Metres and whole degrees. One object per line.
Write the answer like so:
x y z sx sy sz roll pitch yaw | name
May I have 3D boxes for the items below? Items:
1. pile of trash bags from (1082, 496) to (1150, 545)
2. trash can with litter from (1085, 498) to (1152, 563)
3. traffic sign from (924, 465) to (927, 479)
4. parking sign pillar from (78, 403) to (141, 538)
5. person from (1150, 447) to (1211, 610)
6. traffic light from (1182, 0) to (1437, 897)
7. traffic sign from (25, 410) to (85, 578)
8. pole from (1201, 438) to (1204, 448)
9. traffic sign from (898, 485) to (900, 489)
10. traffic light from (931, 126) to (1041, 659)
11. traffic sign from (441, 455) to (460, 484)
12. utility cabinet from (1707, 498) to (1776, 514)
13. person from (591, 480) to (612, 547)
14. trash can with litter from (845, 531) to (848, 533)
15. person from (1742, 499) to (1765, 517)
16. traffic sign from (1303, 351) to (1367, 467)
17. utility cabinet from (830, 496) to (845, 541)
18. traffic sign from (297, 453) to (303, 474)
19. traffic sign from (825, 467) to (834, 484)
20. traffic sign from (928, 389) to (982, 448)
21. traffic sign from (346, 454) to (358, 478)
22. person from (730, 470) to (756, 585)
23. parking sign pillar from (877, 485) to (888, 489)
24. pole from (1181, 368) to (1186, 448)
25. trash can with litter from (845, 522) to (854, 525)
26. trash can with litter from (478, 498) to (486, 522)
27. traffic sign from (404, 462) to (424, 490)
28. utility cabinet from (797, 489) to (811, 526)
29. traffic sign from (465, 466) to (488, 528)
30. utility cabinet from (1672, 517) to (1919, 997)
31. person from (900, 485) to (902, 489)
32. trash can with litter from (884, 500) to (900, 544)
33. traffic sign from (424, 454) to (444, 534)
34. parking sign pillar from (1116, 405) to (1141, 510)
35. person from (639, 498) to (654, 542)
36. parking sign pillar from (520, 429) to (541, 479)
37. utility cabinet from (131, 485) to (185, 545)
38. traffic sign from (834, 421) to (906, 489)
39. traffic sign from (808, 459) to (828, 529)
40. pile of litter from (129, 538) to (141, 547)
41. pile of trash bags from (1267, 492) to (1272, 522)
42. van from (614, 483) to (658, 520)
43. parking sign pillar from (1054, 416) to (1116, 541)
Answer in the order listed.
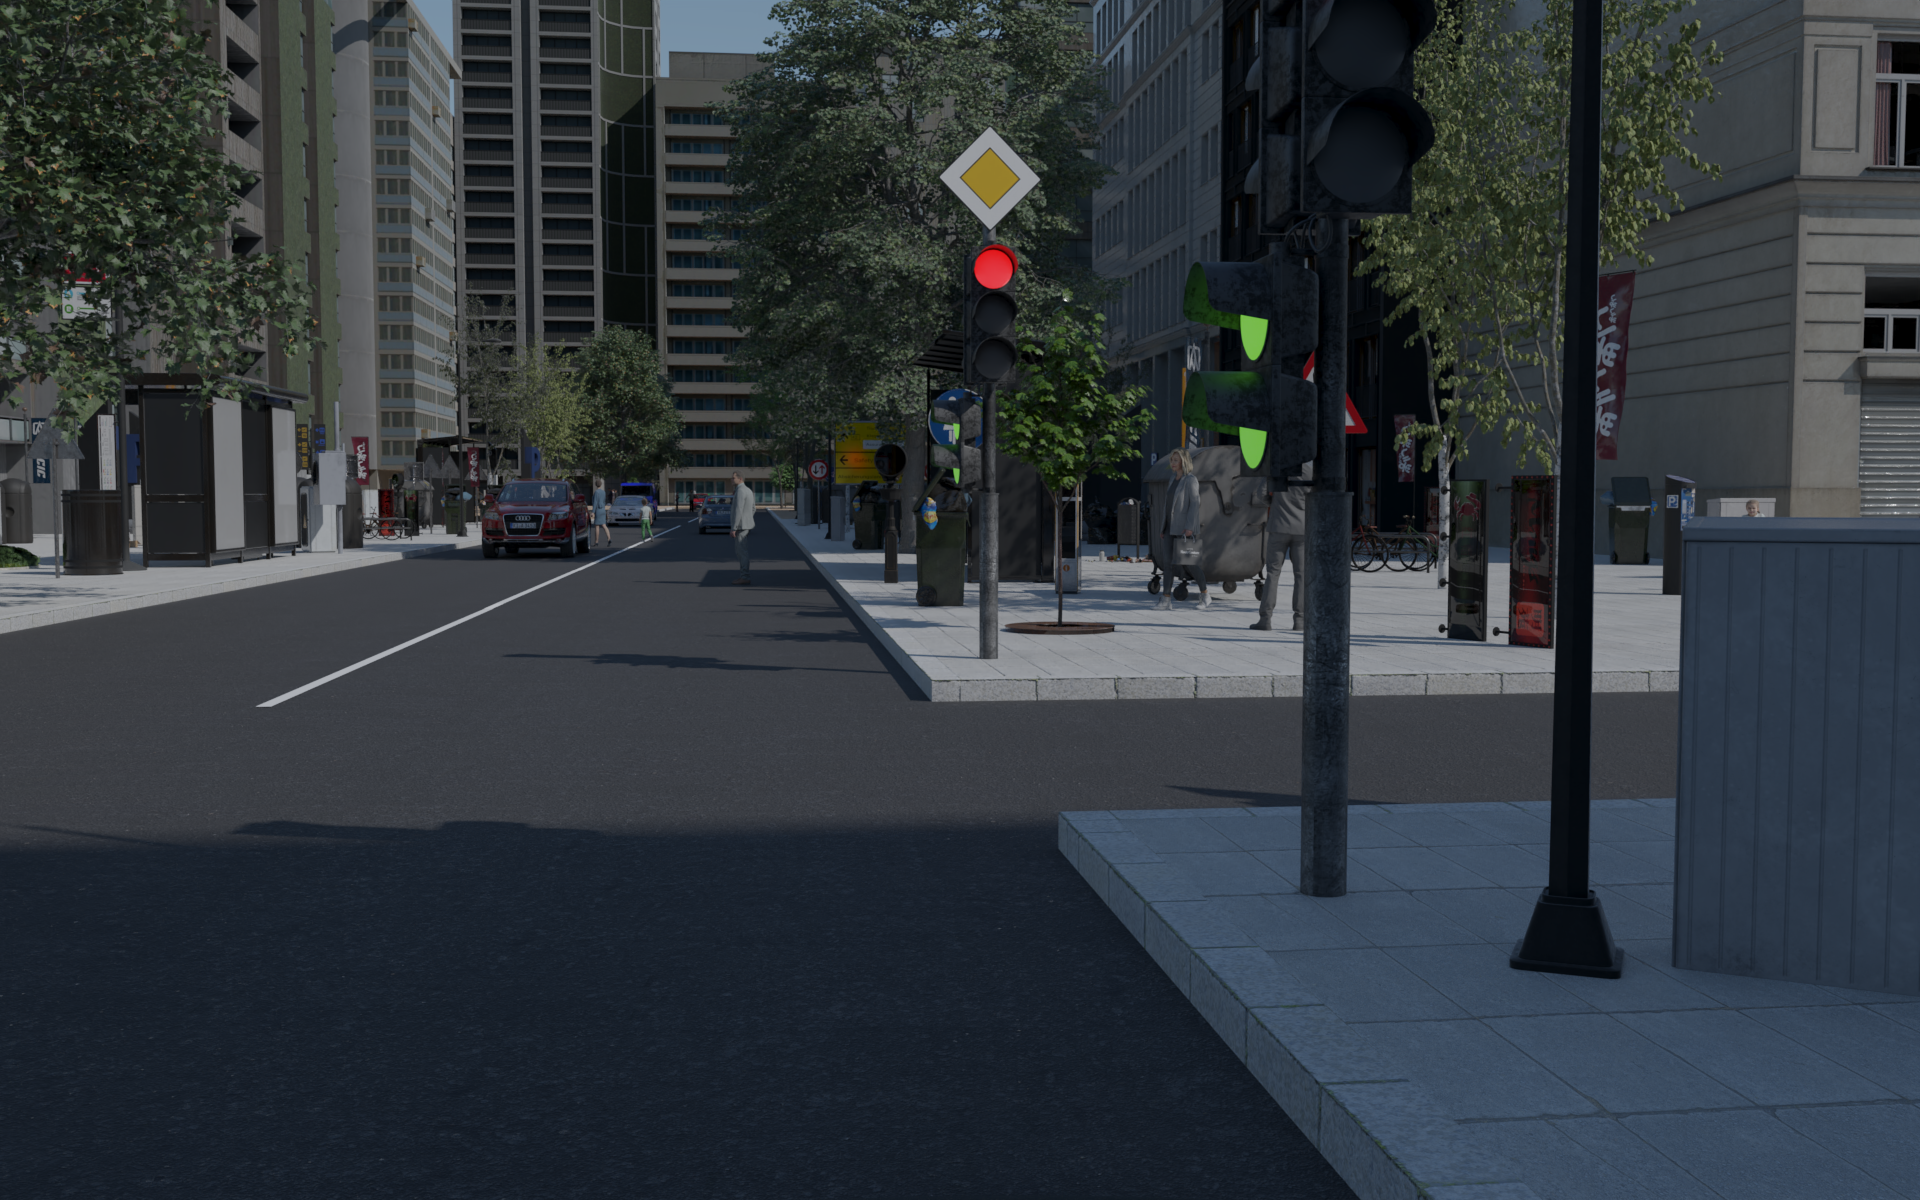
3.789 -2.147 44.850 3.447 1.369 1.912 3 5 43 | pile of trash bags
3.369 -1.310 32.472 1.678 1.210 2.233 -3 5 -41 | trash can with litter
-1.069 -4.216 69.034 0.768 2.556 0.104 0 4 -1 | traffic sign
-24.606 -3.737 49.569 1.447 3.967 1.447 2 4 25 | parking sign pillar
2.501 -0.791 19.157 0.728 1.800 0.709 -2 4 -25 | person
1.151 -1.012 5.461 0.839 4.253 0.868 0 4 -7 | traffic light
-13.720 -1.606 26.262 0.884 2.594 0.081 0 4 -1 | traffic sign
8.842 -4.240 63.165 0.158 3.312 0.155 0 3 0 | pole
-1.847 -3.198 52.385 0.768 2.556 0.104 0 4 2 | traffic sign
0.205 -1.497 13.390 0.839 4.253 0.868 0 4 -7 | traffic light
-17.055 -3.542 57.913 0.884 2.594 0.081 0 4 2 | traffic sign
11.828 -0.924 26.270 1.020 1.237 0.306 -1 4 -17 | utility cabinet
-9.796 -2.364 47.179 0.654 1.822 0.581 3 4 38 | person
-2.750 -2.801 56.857 2.233 1.210 1.678 2 4 29 | trash can with litter
10.474 -0.721 22.840 0.505 1.210 0.382 1 4 21 | person
3.127 -0.931 15.228 0.884 2.594 0.081 0 4 -3 | traffic sign
-3.341 -2.223 47.512 0.306 1.237 1.020 0 4 2 | utility cabinet
-19.168 -3.021 49.496 0.768 2.556 0.104 0 4 0 | traffic sign
-5.942 -4.927 80.663 0.768 2.556 0.104 0 4 -1 | traffic sign
-0.004 -1.280 21.029 0.768 2.556 0.104 0 4 -6 | traffic sign
-15.797 -2.599 44.623 0.606 2.300 0.079 0 3 0 | traffic sign
-3.461 -1.156 27.495 0.391 1.810 0.635 0 4 0 | person
-4.055 -5.729 82.136 1.447 3.967 1.447 1 4 12 | parking sign pillar
3.674 -2.098 28.139 0.158 3.312 0.155 0 3 0 | pole
-4.888 -3.674 71.451 1.055 1.170 0.624 -1 4 -16 | trash can with litter
-22.035 -4.171 79.577 1.055 1.170 0.624 2 4 29 | trash can with litter
-17.475 -3.261 55.446 0.606 2.300 0.079 0 4 -6 | traffic sign
-6.300 -3.756 70.087 0.318 1.500 1.173 0 4 7 | utility cabinet
-18.173 -3.983 65.119 0.884 2.594 0.081 0 4 -1 | traffic sign
2.438 0.405 4.534 1.020 1.237 0.306 2 4 27 | utility cabinet
-2.307 -3.718 67.224 0.834 1.777 0.661 3 5 41 | person
-1.433 -2.030 44.242 2.233 1.210 1.678 1 4 12 | trash can with litter
-17.145 -3.431 56.098 0.884 2.594 0.081 0 4 2 | traffic sign
4.785 -3.883 51.954 1.447 3.967 1.447 0 4 8 | parking sign pillar
-9.321 -2.367 51.450 0.306 1.304 0.590 -3 5 -41 | person
-17.756 -5.090 71.690 1.447 3.967 1.447 0 4 5 | parking sign pillar
-19.972 -2.110 43.181 1.173 1.500 0.318 -3 4 -38 | utility cabinet
-2.371 -3.325 48.232 2.265 3.308 0.079 0 4 -4 | traffic sign
-5.147 -3.859 63.203 0.768 2.556 0.104 0 4 -5 | traffic sign
-20.321 -1.694 41.660 1.176 0.858 1.719 0 4 -5 | pile of litter
6.232 -1.749 38.345 1.912 1.369 3.447 3 5 42 | pile of trash bags
-17.286 -5.412 92.865 2.240 2.365 5.245 0 4 -8 | van
3.228 -3.629 47.805 1.447 3.967 1.447 -2 4 -29 | parking sign pillar
